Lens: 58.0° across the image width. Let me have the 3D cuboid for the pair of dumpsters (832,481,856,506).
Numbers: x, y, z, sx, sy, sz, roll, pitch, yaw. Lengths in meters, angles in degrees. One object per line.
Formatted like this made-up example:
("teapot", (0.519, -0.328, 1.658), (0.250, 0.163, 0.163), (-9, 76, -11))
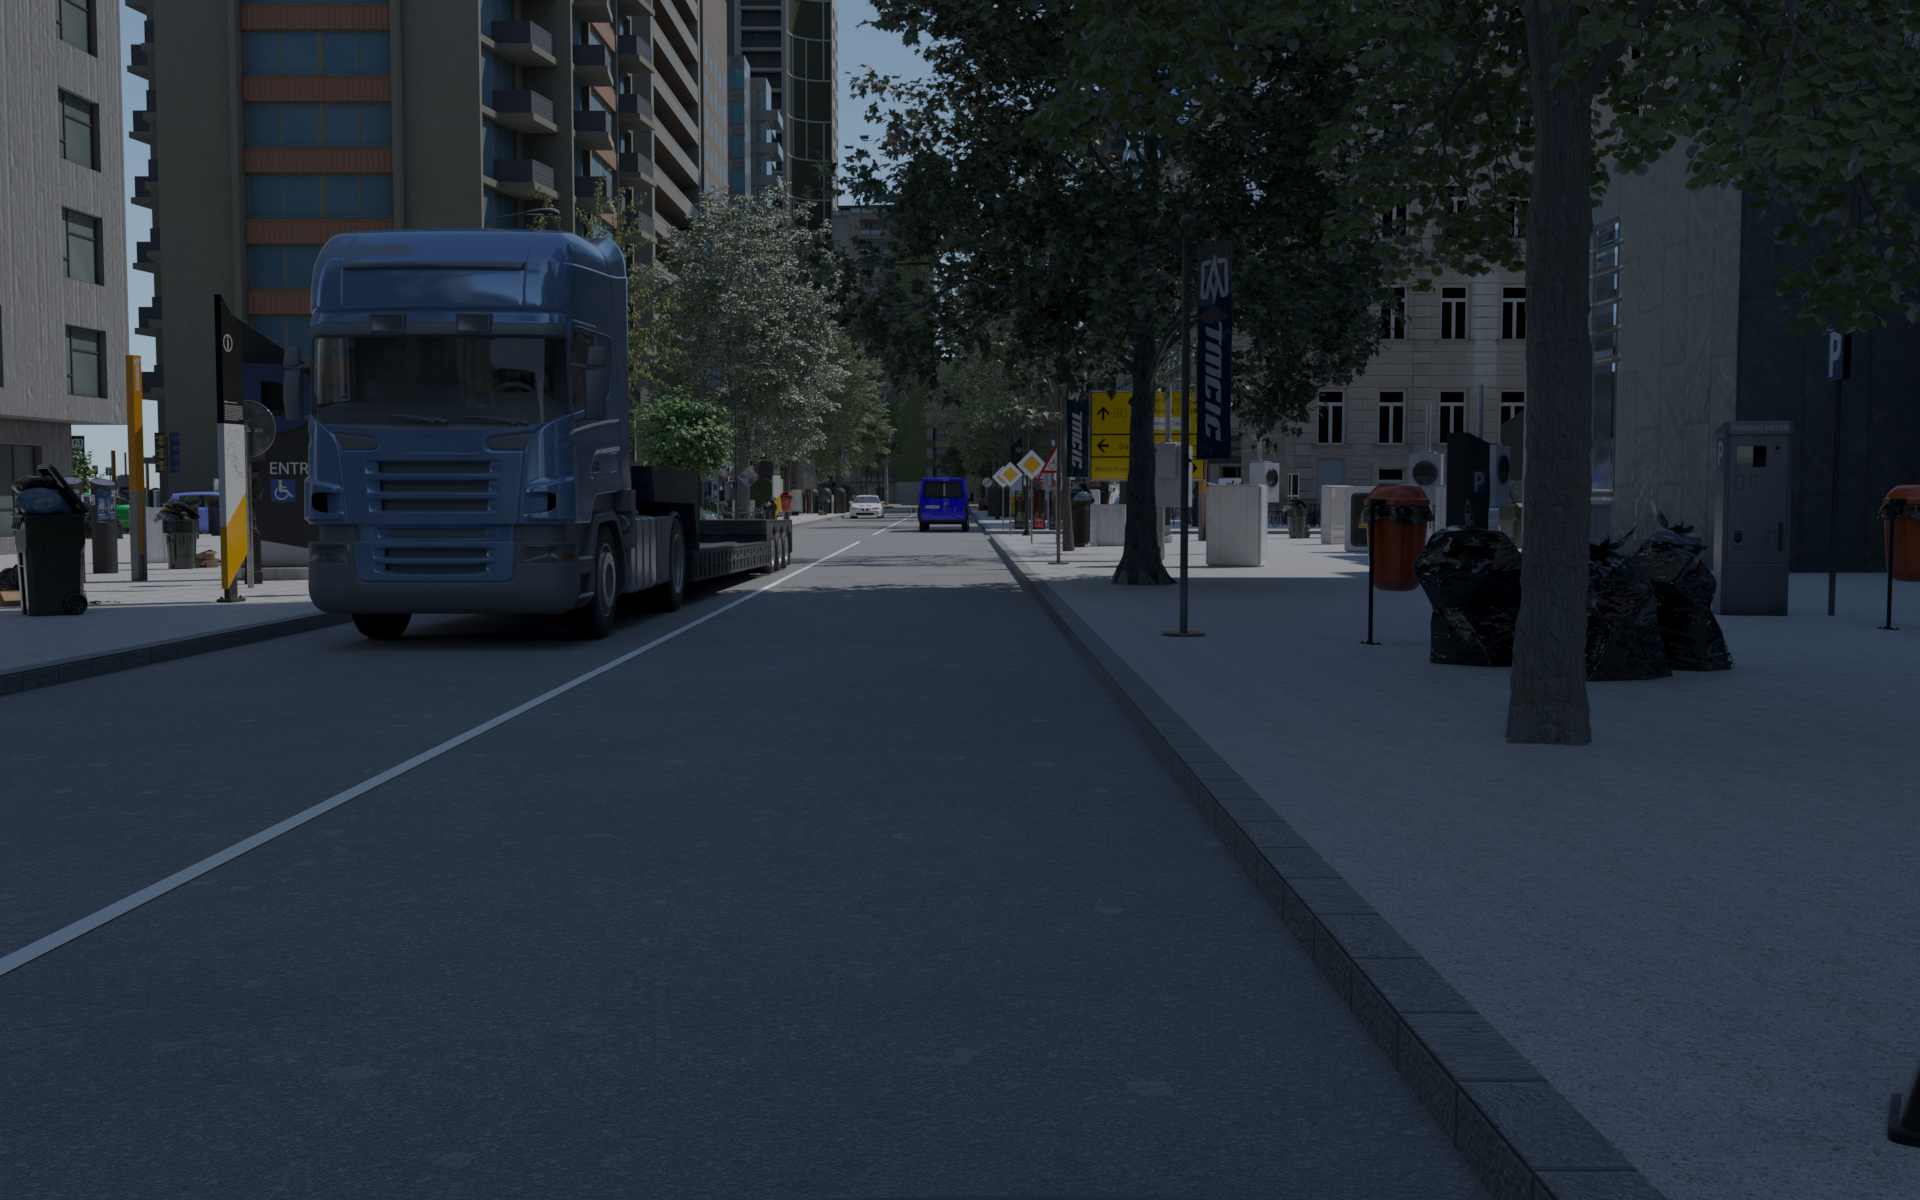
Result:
("pair of dumpsters", (-8.518, -7.591, 126.602), (1.574, 2.255, 4.437), (0, 3, 0))

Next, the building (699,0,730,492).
("building", (-26.979, -30.157, 143.171), (14.600, 45.320, 14.200), (0, 4, 0))

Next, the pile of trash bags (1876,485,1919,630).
("pile of trash bags", (9.411, -0.327, 15.105), (1.912, 1.369, 3.447), (-1, 4, -15))

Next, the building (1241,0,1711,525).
("building", (25.646, -17.123, 77.231), (25.104, 27.353, 12.463), (0, 4, 0))

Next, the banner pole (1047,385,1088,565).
("banner pole", (2.005, -2.546, 31.643), (0.863, 3.779, 0.401), (-2, 4, -27))

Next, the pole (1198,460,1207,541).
("pole", (6.676, -3.290, 47.638), (0.158, 3.312, 0.155), (0, 3, 0))

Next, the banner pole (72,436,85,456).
("banner pole", (-33.292, -4.591, 65.081), (0.863, 3.779, 0.401), (-1, 4, -22))

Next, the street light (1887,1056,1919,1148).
("street light", (1.484, -1.881, 3.301), (1.470, 5.913, 1.316), (0, 4, 0))

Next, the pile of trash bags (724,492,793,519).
("pile of trash bags", (-9.606, -4.416, 81.960), (3.447, 1.369, 1.912), (0, 4, 4))

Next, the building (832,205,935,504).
("building", (-10.366, -33.885, 237.618), (14.086, 41.232, 14.154), (0, 4, 0))

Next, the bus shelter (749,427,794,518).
("bus shelter", (-10.699, -7.226, 95.785), (2.179, 5.291, 8.768), (0, 3, 0))

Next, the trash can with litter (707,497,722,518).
("trash can with litter", (-10.409, -3.873, 74.715), (1.055, 1.170, 0.624), (2, 4, 33))

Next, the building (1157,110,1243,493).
("building", (21.588, -20.636, 113.815), (17.030, 29.872, 44.131), (0, 4, 0))

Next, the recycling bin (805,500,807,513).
("recycling bin", (-11.088, -6.687, 121.881), (0.722, 1.027, 0.722), (-3, 4, -37))

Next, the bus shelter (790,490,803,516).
("bus shelter", (-10.054, -6.766, 104.541), (2.014, 3.302, 5.546), (0, 4, 0))

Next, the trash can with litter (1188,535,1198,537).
("trash can with litter", (7.790, -2.452, 51.144), (2.233, 1.210, 1.678), (2, 4, 27))

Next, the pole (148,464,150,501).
("pole", (-47.787, -6.608, 101.889), (0.158, 3.312, 0.155), (0, 3, 0))

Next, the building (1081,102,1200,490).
("building", (23.339, -51.542, 155.381), (22.319, 86.520, 31.000), (0, 4, 0))

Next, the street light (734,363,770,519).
("street light", (-7.411, -5.436, 61.421), (1.470, 5.913, 1.316), (0, 4, 0))

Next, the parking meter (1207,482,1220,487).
("parking meter", (5.450, -1.748, 36.998), (0.372, 1.533, 0.369), (0, 3, 0))

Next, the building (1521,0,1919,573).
("building", (23.731, -43.298, 20.591), (22.319, 86.520, 31.000), (0, 4, 0))

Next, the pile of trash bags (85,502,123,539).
("pile of trash bags", (-25.693, -2.401, 49.004), (3.447, 1.369, 1.912), (-3, 5, -43))

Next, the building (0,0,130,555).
("building", (-26.102, -16.123, 35.320), (14.107, 30.474, 14.160), (0, 4, 0))

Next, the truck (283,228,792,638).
("truck", (-4.594, -2.103, 24.137), (2.967, 4.110, 18.799), (0, 4, 1))

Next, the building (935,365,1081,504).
("building", (11.110, -24.450, 244.796), (28.899, 21.520, 27.650), (0, 4, 0))

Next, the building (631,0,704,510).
("building", (-29.897, -30.255, 118.378), (21.300, 48.544, 21.600), (0, 4, 0))

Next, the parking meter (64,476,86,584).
("parking meter", (-12.735, -1.001, 24.773), (0.372, 1.533, 0.369), (0, 3, 0))

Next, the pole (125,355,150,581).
("pole", (-12.134, -1.937, 25.516), (0.158, 3.312, 0.155), (0, 3, 0))

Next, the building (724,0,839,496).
("building", (-27.723, -49.055, 240.293), (20.611, 71.187, 20.563), (0, 4, 0))

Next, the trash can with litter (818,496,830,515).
("trash can with litter", (-8.241, -5.696, 104.508), (0.624, 1.170, 1.055), (0, 4, 6))

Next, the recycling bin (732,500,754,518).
("recycling bin", (-9.036, -3.651, 72.251), (0.722, 1.027, 0.722), (-2, 4, -31))

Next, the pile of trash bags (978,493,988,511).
("pile of trash bags", (2.221, -7.405, 130.816), (1.912, 1.369, 3.447), (0, 4, 5))

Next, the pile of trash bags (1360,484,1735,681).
("pile of trash bags", (4.330, -0.236, 13.618), (1.912, 1.369, 3.447), (-2, 4, -26))

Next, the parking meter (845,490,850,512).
("parking meter", (-7.851, -6.878, 120.868), (0.372, 1.533, 0.369), (0, 3, 0))

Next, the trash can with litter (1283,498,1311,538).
("trash can with litter", (9.775, -2.370, 50.142), (0.624, 1.170, 1.055), (2, 4, 27))

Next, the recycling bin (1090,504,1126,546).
("recycling bin", (3.657, -1.851, 42.814), (0.722, 1.027, 0.722), (-1, 4, -13))

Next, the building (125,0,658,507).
("building", (-27.324, -26.343, 85.328), (22.147, 44.769, 28.867), (0, 4, 0))

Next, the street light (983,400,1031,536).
("street light", (1.531, -4.936, 53.242), (1.470, 5.913, 1.316), (0, 4, 0))

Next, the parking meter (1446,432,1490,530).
("parking meter", (4.858, -0.665, 16.579), (0.399, 1.863, 0.255), (-3, 4, -39))

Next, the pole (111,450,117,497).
("pole", (-39.496, -5.323, 80.866), (0.158, 3.312, 0.155), (0, 3, 0))

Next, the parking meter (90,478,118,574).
("parking meter", (-13.824, -1.197, 27.977), (0.372, 1.533, 0.369), (0, 3, 0))

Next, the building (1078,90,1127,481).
("building", (23.669, -32.538, 186.625), (22.147, 44.769, 28.867), (0, 4, 0))

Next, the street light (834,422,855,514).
("street light", (-7.429, -8.506, 111.606), (1.470, 5.913, 1.316), (0, 4, 0))

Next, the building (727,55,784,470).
("building", (-34.973, -34.856, 189.512), (30.456, 49.044, 23.786), (0, 4, 0))

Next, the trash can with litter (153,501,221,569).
("trash can with litter", (-13.317, -1.133, 29.911), (0.624, 1.170, 1.055), (1, 4, 17))

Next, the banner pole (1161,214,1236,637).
("banner pole", (2.151, -1.554, 15.418), (0.401, 3.779, 0.863), (-2, 4, -32))

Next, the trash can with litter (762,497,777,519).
("trash can with litter", (-7.972, -3.645, 70.981), (0.624, 1.170, 1.055), (-3, 5, -43))

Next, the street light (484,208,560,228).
("street light", (-7.203, -3.409, 28.284), (1.470, 5.913, 1.316), (0, 4, 0))

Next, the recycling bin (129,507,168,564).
("recycling bin", (-15.033, -1.213, 32.391), (0.722, 1.027, 0.722), (3, 5, 45))

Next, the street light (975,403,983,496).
("street light", (1.348, -6.987, 86.775), (1.470, 5.913, 1.316), (0, 4, 0))

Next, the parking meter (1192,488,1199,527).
("parking meter", (9.271, -3.634, 67.824), (0.372, 1.533, 0.369), (0, 3, 0))
